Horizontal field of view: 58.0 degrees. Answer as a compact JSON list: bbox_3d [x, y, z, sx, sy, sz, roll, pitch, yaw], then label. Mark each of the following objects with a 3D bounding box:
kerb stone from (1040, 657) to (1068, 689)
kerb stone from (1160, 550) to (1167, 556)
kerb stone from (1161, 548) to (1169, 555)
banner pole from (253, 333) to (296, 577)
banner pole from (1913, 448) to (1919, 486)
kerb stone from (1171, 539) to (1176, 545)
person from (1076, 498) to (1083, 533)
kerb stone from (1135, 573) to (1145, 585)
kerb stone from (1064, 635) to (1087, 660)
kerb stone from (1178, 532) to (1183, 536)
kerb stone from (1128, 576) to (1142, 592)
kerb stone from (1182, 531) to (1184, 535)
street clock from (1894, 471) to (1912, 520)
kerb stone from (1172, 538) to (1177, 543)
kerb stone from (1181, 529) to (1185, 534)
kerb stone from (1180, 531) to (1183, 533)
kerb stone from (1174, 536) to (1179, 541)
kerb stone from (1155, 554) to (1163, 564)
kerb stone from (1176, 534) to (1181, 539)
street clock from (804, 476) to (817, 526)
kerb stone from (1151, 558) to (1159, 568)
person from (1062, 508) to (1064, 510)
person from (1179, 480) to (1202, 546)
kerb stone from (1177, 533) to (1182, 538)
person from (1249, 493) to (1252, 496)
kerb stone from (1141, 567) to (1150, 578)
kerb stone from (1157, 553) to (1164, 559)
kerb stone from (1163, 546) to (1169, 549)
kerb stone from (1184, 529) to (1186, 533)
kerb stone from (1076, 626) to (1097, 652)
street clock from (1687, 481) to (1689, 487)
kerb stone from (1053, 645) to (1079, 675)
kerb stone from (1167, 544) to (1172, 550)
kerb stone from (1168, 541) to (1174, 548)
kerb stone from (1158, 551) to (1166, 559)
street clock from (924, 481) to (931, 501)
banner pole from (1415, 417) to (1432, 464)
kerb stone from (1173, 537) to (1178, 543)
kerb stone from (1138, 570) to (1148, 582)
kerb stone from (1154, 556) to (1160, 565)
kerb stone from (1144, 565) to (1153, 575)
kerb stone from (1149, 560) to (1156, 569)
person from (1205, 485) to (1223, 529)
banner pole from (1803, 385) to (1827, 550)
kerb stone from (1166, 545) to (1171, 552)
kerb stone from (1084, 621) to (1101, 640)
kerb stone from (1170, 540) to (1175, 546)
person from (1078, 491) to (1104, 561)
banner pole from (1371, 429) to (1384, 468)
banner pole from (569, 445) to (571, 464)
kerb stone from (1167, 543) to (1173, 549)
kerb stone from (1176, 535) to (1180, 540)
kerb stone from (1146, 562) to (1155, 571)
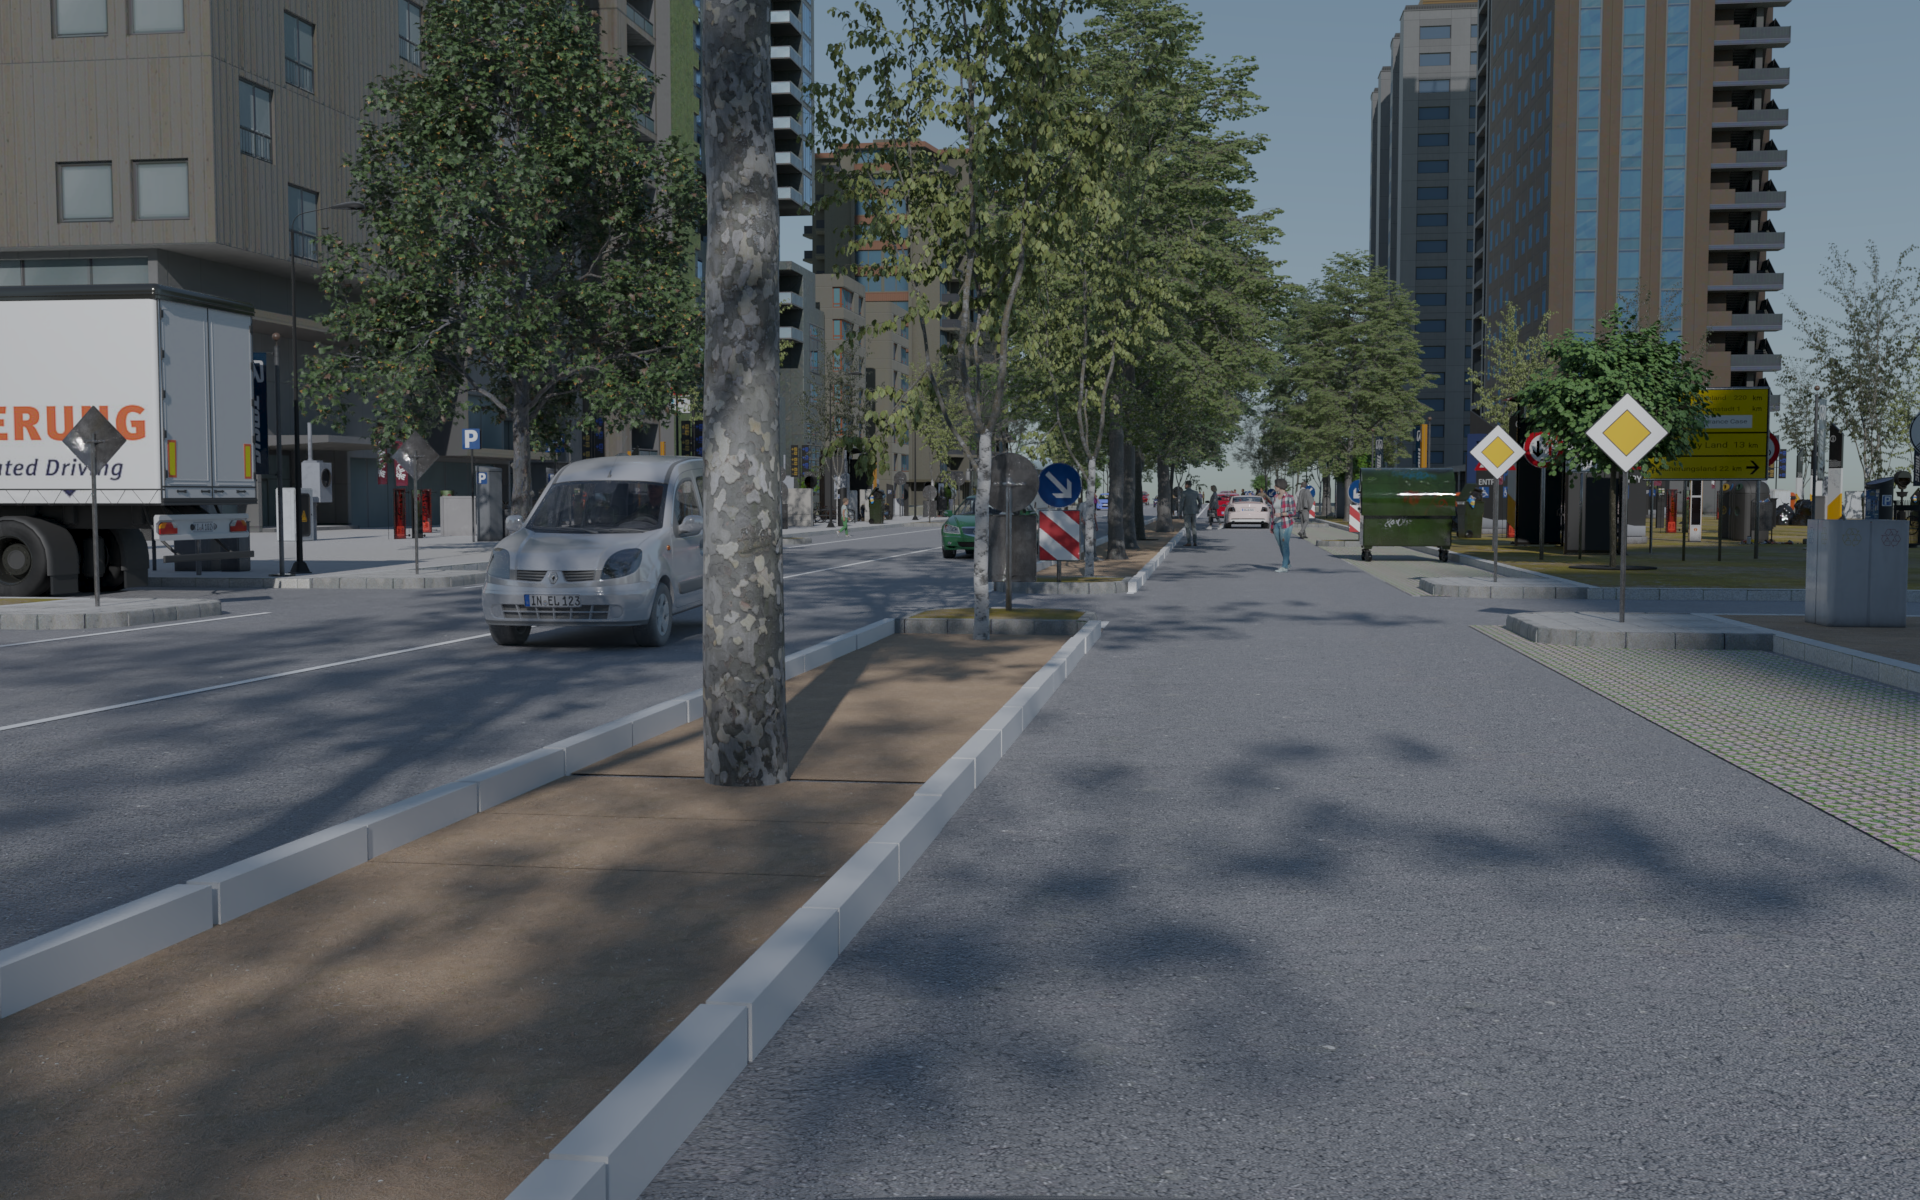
[{"bbox_3d":[0.689,0.569,12.991,0.120,0.150,1.000,1,4,8],"label":"kerb stone"},{"bbox_3d":[4.396,-0.957,37.927,0.120,0.150,1.000,1,4,8],"label":"kerb stone"},{"bbox_3d":[4.557,-1.021,38.937,0.120,0.150,1.000,1,4,8],"label":"kerb stone"},{"bbox_3d":[-10.833,-2.260,26.962,0.863,3.779,0.401,0,4,-3],"label":"banner pole"},{"bbox_3d":[37.364,-4.734,67.415,0.401,3.779,0.863,0,4,-6],"label":"banner pole"},{"bbox_3d":[5.606,-1.458,46.031,0.120,0.150,1.000,1,4,8],"label":"kerb stone"},{"bbox_3d":[4.445,-3.144,64.169,0.640,1.303,0.475,2,4,28],"label":"person"},{"bbox_3d":[2.735,-0.280,26.770,0.120,0.150,1.000,1,4,8],"label":"kerb stone"},{"bbox_3d":[0.986,0.439,15.034,0.120,0.150,1.000,1,4,8],"label":"kerb stone"},{"bbox_3d":[6.812,-1.953,54.123,0.120,0.150,1.000,1,4,8],"label":"kerb stone"},{"bbox_3d":[2.586,-0.218,25.759,0.120,0.150,1.000,1,4,8],"label":"kerb stone"},{"bbox_3d":[7.102,-2.072,56.148,0.120,0.150,1.000,1,4,8],"label":"kerb stone"},{"bbox_3d":[29.335,-3.020,53.947,0.471,2.002,0.358,0,4,-7],"label":"street clock"},{"bbox_3d":[5.756,-1.520,47.041,0.120,0.150,1.000,1,4,8],"label":"kerb stone"},{"bbox_3d":[7.404,-2.199,58.172,0.120,0.150,1.000,1,4,8],"label":"kerb stone"},{"bbox_3d":[6.954,-2.015,55.135,0.120,0.150,1.000,1,4,8],"label":"kerb stone"},{"bbox_3d":[6.056,-1.644,49.069,0.120,0.150,1.000,1,4,8],"label":"kerb stone"},{"bbox_3d":[3.954,-0.775,34.889,0.120,0.150,1.000,1,4,8],"label":"kerb stone"},{"bbox_3d":[6.503,-1.829,52.102,0.120,0.150,1.000,1,4,8],"label":"kerb stone"},{"bbox_3d":[-5.962,-3.954,69.211,0.471,2.002,0.358,2,4,28],"label":"street clock"},{"bbox_3d":[3.646,-0.646,32.864,0.120,0.150,1.000,1,4,8],"label":"kerb stone"},{"bbox_3d":[5.669,-5.356,96.275,0.606,1.804,0.583,1,4,22],"label":"person"},{"bbox_3d":[6.319,-2.383,47.569,0.635,1.810,0.391,-2,4,-29],"label":"person"},{"bbox_3d":[6.656,-1.889,53.113,0.120,0.150,1.000,1,4,8],"label":"kerb stone"},{"bbox_3d":[15.396,-4.935,91.787,0.523,1.515,0.503,2,4,35],"label":"person"},{"bbox_3d":[3.038,-0.403,28.794,0.120,0.150,1.000,1,4,8],"label":"kerb stone"},{"bbox_3d":[4.103,-0.838,35.900,0.120,0.150,1.000,1,4,8],"label":"kerb stone"},{"bbox_3d":[4.695,-1.087,39.961,0.120,0.150,1.000,1,4,8],"label":"kerb stone"},{"bbox_3d":[7.554,-2.259,59.184,0.120,0.150,1.000,1,4,8],"label":"kerb stone"},{"bbox_3d":[1.147,0.379,16.052,0.120,0.150,1.000,1,4,8],"label":"kerb stone"},{"bbox_3d":[28.715,-3.878,67.970,0.471,2.002,0.358,-2,4,-27],"label":"street clock"},{"bbox_3d":[0.843,0.501,14.012,0.120,0.150,1.000,1,4,8],"label":"kerb stone"},{"bbox_3d":[4.996,-1.205,41.983,0.120,0.150,1.000,1,4,8],"label":"kerb stone"},{"bbox_3d":[5.310,-1.334,44.007,0.120,0.150,1.000,1,4,8],"label":"kerb stone"},{"bbox_3d":[4.253,-0.892,36.911,0.120,0.150,1.000,1,4,8],"label":"kerb stone"},{"bbox_3d":[-1.820,-5.782,99.104,0.471,2.002,0.358,-1,4,-13],"label":"street clock"},{"bbox_3d":[15.106,-4.061,56.414,0.401,3.779,0.863,-2,4,-27],"label":"banner pole"},{"bbox_3d":[5.901,-1.581,48.055,0.120,0.150,1.000,1,4,8],"label":"kerb stone"},{"bbox_3d":[2.896,-0.339,27.779,0.120,0.150,1.000,1,4,8],"label":"kerb stone"},{"bbox_3d":[3.792,-0.714,33.875,0.120,0.150,1.000,1,4,8],"label":"kerb stone"},{"bbox_3d":[3.193,-0.465,29.804,0.120,0.150,1.000,1,4,8],"label":"kerb stone"},{"bbox_3d":[3.485,-0.588,31.842,0.120,0.150,1.000,1,4,8],"label":"kerb stone"},{"bbox_3d":[10.312,-3.764,70.217,0.728,1.800,0.709,1,4,10],"label":"person"},{"bbox_3d":[19.896,-3.065,40.137,0.863,3.779,0.401,-3,5,-44],"label":"banner pole"},{"bbox_3d":[4.847,-1.145,40.972,0.120,0.150,1.000,1,4,8],"label":"kerb stone"},{"bbox_3d":[1.298,0.314,17.069,0.120,0.150,1.000,1,4,8],"label":"kerb stone"},{"bbox_3d":[5.452,-1.396,45.019,0.120,0.150,1.000,1,4,8],"label":"kerb stone"},{"bbox_3d":[2.772,-1.582,36.955,0.523,1.515,0.503,2,4,28],"label":"person"},{"bbox_3d":[15.869,-4.650,66.048,0.401,3.779,0.863,-2,4,-26],"label":"banner pole"},{"bbox_3d":[-13.486,-4.276,59.934,0.401,3.779,0.863,-1,4,-16],"label":"banner pole"},{"bbox_3d":[5.157,-1.269,42.997,0.120,0.150,1.000,1,4,8],"label":"kerb stone"},{"bbox_3d":[6.356,-1.767,51.091,0.120,0.150,1.000,1,4,8],"label":"kerb stone"},{"bbox_3d":[3.339,-0.528,30.823,0.120,0.150,1.000,1,4,8],"label":"kerb stone"}]
